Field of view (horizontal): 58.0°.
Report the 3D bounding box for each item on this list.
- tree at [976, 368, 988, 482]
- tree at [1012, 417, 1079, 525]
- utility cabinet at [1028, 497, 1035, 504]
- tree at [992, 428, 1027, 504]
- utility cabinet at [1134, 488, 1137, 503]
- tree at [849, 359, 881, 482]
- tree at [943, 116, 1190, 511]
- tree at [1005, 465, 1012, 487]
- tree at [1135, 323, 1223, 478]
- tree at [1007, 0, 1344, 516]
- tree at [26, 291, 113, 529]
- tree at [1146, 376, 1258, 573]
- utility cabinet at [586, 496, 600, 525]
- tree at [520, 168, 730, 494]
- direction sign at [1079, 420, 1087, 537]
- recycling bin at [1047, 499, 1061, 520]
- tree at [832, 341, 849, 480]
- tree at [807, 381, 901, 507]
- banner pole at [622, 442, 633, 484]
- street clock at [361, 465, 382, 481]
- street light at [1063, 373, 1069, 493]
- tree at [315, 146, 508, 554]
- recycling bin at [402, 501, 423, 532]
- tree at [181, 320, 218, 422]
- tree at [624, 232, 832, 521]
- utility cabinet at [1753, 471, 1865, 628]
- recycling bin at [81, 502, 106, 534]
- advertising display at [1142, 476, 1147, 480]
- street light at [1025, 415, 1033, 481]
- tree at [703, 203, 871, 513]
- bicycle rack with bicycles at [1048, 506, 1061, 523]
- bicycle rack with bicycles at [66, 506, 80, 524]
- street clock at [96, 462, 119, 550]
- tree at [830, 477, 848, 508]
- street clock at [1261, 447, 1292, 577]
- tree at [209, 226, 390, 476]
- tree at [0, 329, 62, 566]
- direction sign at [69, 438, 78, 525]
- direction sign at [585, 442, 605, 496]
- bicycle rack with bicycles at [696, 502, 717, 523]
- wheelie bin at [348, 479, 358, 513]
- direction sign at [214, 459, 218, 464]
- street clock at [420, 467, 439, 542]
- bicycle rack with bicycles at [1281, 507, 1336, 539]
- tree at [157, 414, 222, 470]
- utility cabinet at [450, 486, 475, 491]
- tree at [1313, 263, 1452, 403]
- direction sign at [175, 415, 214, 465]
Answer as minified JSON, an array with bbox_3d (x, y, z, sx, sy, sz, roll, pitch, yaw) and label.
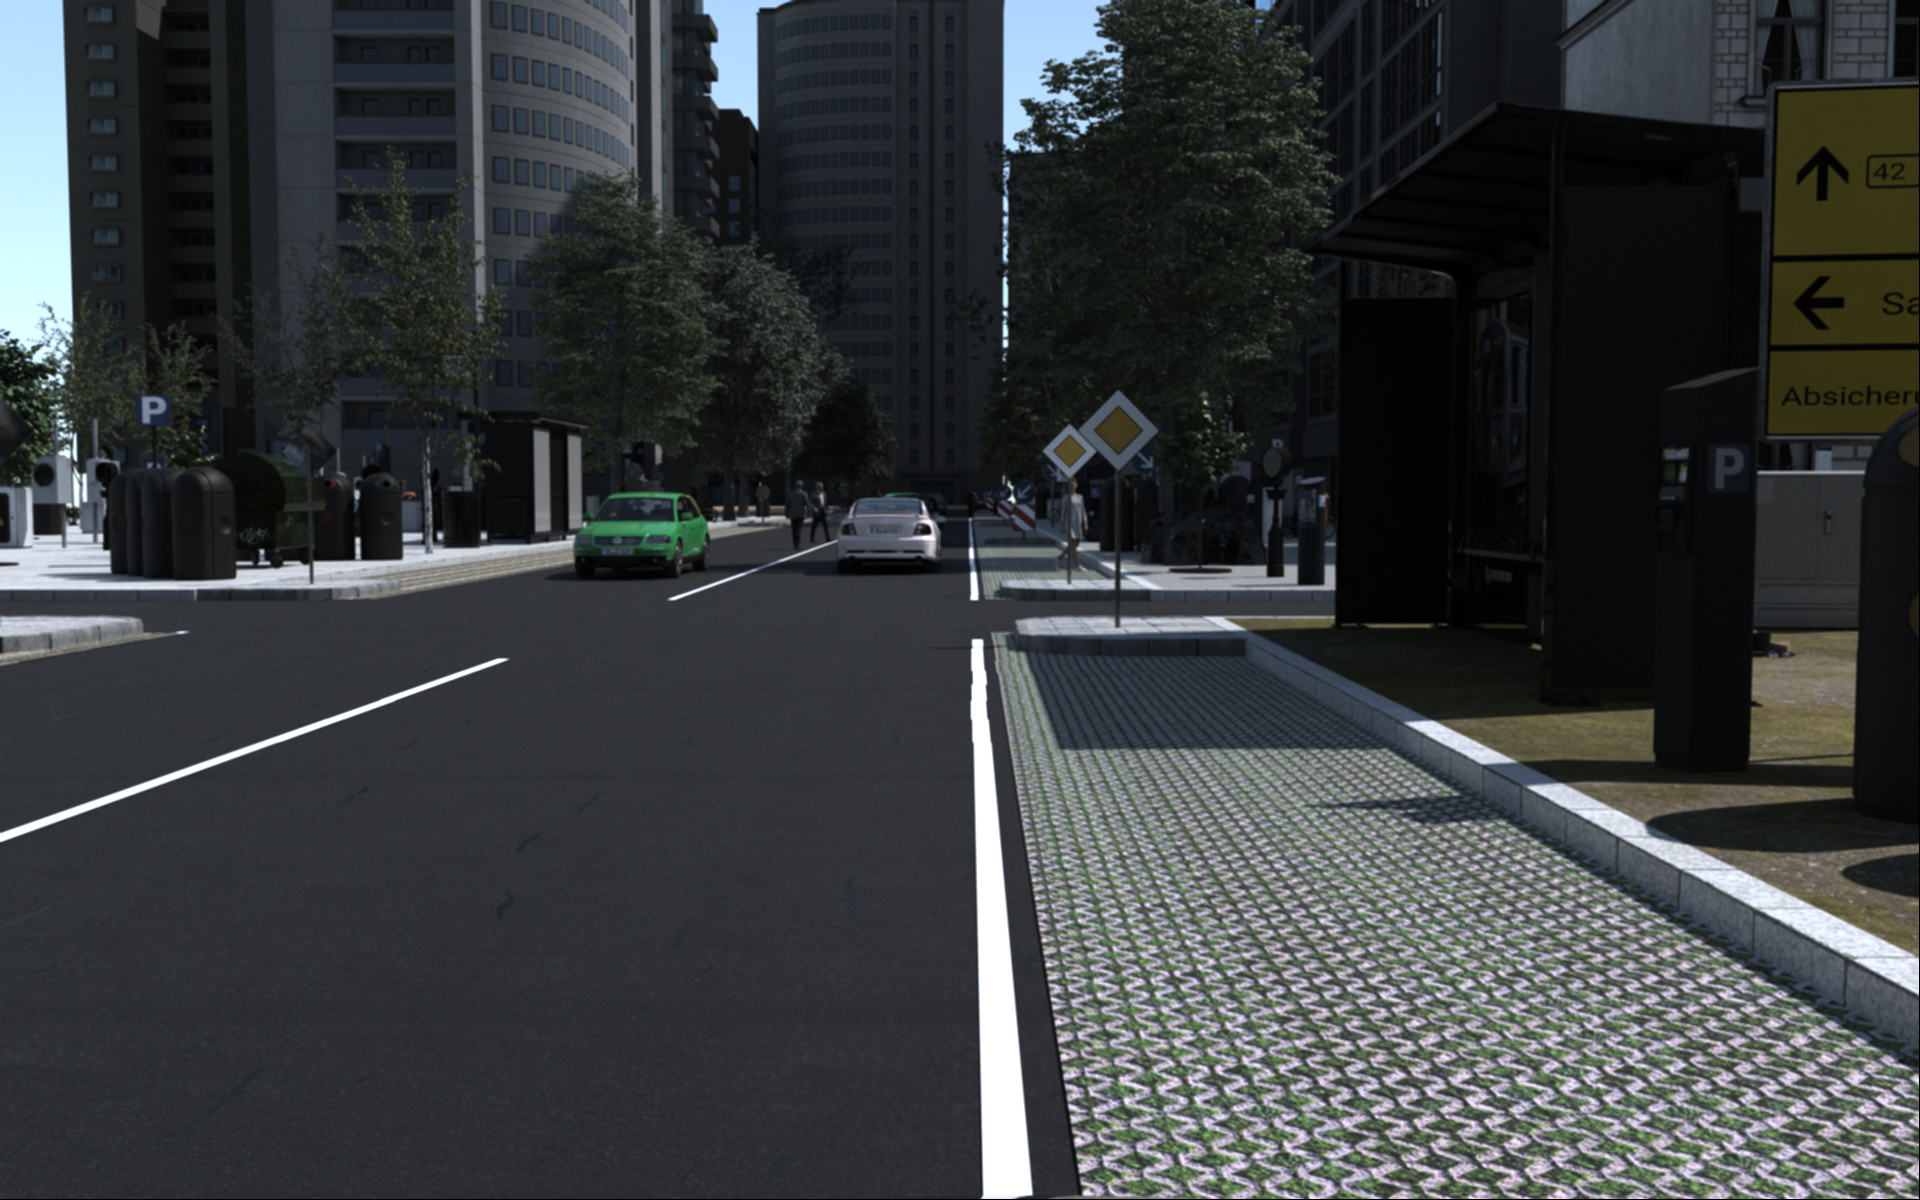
[{"bbox_3d":[4.760,-11.657,108.723,7.486,12.596,7.792,0,3,0],"label":"tree"},{"bbox_3d":[4.940,-5.418,72.302,4.285,4.588,4.351,0,3,0],"label":"tree"},{"bbox_3d":[4.303,-5.357,96.273,0.318,1.500,1.173,3,5,43],"label":"utility cabinet"},{"bbox_3d":[5.193,-13.270,167.331,4.360,8.622,3.978,0,3,0],"label":"tree"},{"bbox_3d":[6.984,-3.666,68.624,0.318,1.500,1.173,-1,4,-18],"label":"utility cabinet"},{"bbox_3d":[-10.826,-14.190,138.666,9.857,13.997,8.962,0,3,0],"label":"tree"},{"bbox_3d":[5.552,-14.040,85.439,12.611,20.169,13.585,0,3,0],"label":"tree"},{"bbox_3d":[5.387,-9.796,143.884,4.285,4.588,4.351,0,3,0],"label":"tree"},{"bbox_3d":[9.371,-7.498,72.954,4.360,8.622,3.978,0,3,0],"label":"tree"},{"bbox_3d":[4.764,-7.224,36.239,7.486,12.596,7.792,0,3,0],"label":"tree"},{"bbox_3d":[-32.241,-6.929,63.644,4.737,8.622,4.395,0,3,0],"label":"tree"},{"bbox_3d":[3.832,-2.072,28.483,1.663,3.219,1.824,0,3,0],"label":"tree"},{"bbox_3d":[-12.857,-3.027,60.646,0.306,1.237,1.020,0,4,-2],"label":"utility cabinet"},{"bbox_3d":[-11.789,-8.740,61.033,7.486,12.596,7.792,0,3,0],"label":"tree"},{"bbox_3d":[3.637,-3.644,51.578,0.379,3.537,0.876,1,4,17],"label":"direction sign"},{"bbox_3d":[4.829,-4.551,86.955,0.722,1.027,0.722,2,4,26],"label":"recycling bin"},{"bbox_3d":[-12.057,-11.555,95.574,9.857,13.997,8.962,0,3,0],"label":"tree"},{"bbox_3d":[-10.648,-15.633,172.601,9.611,12.733,9.660,0,3,0],"label":"tree"},{"bbox_3d":[-14.196,-5.086,73.171,0.863,3.779,0.401,-1,4,-9],"label":"banner pole"},{"bbox_3d":[-14.594,-2.350,42.998,0.471,2.002,0.358,-3,4,-36],"label":"street clock"},{"bbox_3d":[3.769,-5.367,60.532,0.468,5.910,1.993,0,4,0],"label":"street light"},{"bbox_3d":[-11.413,-5.289,36.842,4.737,8.622,4.395,0,3,0],"label":"tree"},{"bbox_3d":[-18.695,-2.851,59.166,0.722,1.027,0.722,1,4,16],"label":"recycling bin"},{"bbox_3d":[-33.315,-7.468,72.465,4.737,8.622,4.395,0,3,0],"label":"tree"},{"bbox_3d":[-11.293,-10.816,83.504,9.857,13.997,8.962,0,3,0],"label":"tree"},{"bbox_3d":[8.076,-0.474,16.437,1.173,1.500,0.318,0,4,6],"label":"utility cabinet"},{"bbox_3d":[-28.184,-2.686,56.469,0.722,1.027,0.722,-1,4,-17],"label":"recycling bin"},{"bbox_3d":[6.617,-3.305,59.245,0.123,1.923,0.974,-3,5,-43],"label":"advertising display"},{"bbox_3d":[3.954,-7.739,99.314,0.468,5.910,1.993,0,4,0],"label":"street light"},{"bbox_3d":[-12.918,-15.884,115.593,12.611,20.169,13.585,0,3,0],"label":"tree"},{"bbox_3d":[5.400,-3.931,77.648,2.925,0.926,2.852,-1,4,-10],"label":"bicycle rack with bicycles"},{"bbox_3d":[-38.553,-3.763,74.906,2.852,0.926,2.925,1,4,21],"label":"bicycle rack with bicycles"},{"bbox_3d":[-19.438,-2.138,39.518,0.471,2.002,0.358,1,4,22],"label":"street clock"},{"bbox_3d":[-11.201,-10.211,161.543,1.663,3.219,1.824,0,3,0],"label":"tree"},{"bbox_3d":[4.881,-1.356,26.746,0.358,2.002,0.471,-2,4,-32],"label":"street clock"},{"bbox_3d":[-17.626,-5.905,46.904,4.360,8.622,3.978,0,3,0],"label":"tree"},{"bbox_3d":[-17.642,-2.891,30.988,4.285,4.588,4.351,0,3,0],"label":"tree"},{"bbox_3d":[-36.264,-4.817,70.752,0.379,3.537,0.876,-2,4,-28],"label":"direction sign"},{"bbox_3d":[-15.824,-5.088,75.191,0.876,3.537,0.379,0,4,7],"label":"direction sign"},{"bbox_3d":[-11.847,-3.864,76.561,2.852,0.926,2.925,3,5,39],"label":"bicycle rack with bicycles"},{"bbox_3d":[-13.303,-1.765,36.772,0.980,1.594,0.693,-2,4,-25],"label":"wheelie bin"},{"bbox_3d":[-42.726,-6.529,98.740,0.876,3.537,0.379,0,4,-4],"label":"direction sign"},{"bbox_3d":[-14.177,-2.565,46.500,0.358,2.002,0.471,0,4,8],"label":"street clock"},{"bbox_3d":[9.458,-2.256,50.270,2.925,0.926,2.852,2,4,24],"label":"bicycle rack with bicycles"},{"bbox_3d":[-18.599,-2.896,41.944,1.663,3.219,1.824,0,3,0],"label":"tree"},{"bbox_3d":[-13.935,-2.454,48.796,0.318,1.500,1.173,-3,5,-43],"label":"utility cabinet"},{"bbox_3d":[11.609,-5.831,45.697,4.360,8.622,3.978,0,3,0],"label":"tree"},{"bbox_3d":[-22.131,-3.547,49.991,0.876,3.537,0.379,-2,4,-28],"label":"direction sign"}]
